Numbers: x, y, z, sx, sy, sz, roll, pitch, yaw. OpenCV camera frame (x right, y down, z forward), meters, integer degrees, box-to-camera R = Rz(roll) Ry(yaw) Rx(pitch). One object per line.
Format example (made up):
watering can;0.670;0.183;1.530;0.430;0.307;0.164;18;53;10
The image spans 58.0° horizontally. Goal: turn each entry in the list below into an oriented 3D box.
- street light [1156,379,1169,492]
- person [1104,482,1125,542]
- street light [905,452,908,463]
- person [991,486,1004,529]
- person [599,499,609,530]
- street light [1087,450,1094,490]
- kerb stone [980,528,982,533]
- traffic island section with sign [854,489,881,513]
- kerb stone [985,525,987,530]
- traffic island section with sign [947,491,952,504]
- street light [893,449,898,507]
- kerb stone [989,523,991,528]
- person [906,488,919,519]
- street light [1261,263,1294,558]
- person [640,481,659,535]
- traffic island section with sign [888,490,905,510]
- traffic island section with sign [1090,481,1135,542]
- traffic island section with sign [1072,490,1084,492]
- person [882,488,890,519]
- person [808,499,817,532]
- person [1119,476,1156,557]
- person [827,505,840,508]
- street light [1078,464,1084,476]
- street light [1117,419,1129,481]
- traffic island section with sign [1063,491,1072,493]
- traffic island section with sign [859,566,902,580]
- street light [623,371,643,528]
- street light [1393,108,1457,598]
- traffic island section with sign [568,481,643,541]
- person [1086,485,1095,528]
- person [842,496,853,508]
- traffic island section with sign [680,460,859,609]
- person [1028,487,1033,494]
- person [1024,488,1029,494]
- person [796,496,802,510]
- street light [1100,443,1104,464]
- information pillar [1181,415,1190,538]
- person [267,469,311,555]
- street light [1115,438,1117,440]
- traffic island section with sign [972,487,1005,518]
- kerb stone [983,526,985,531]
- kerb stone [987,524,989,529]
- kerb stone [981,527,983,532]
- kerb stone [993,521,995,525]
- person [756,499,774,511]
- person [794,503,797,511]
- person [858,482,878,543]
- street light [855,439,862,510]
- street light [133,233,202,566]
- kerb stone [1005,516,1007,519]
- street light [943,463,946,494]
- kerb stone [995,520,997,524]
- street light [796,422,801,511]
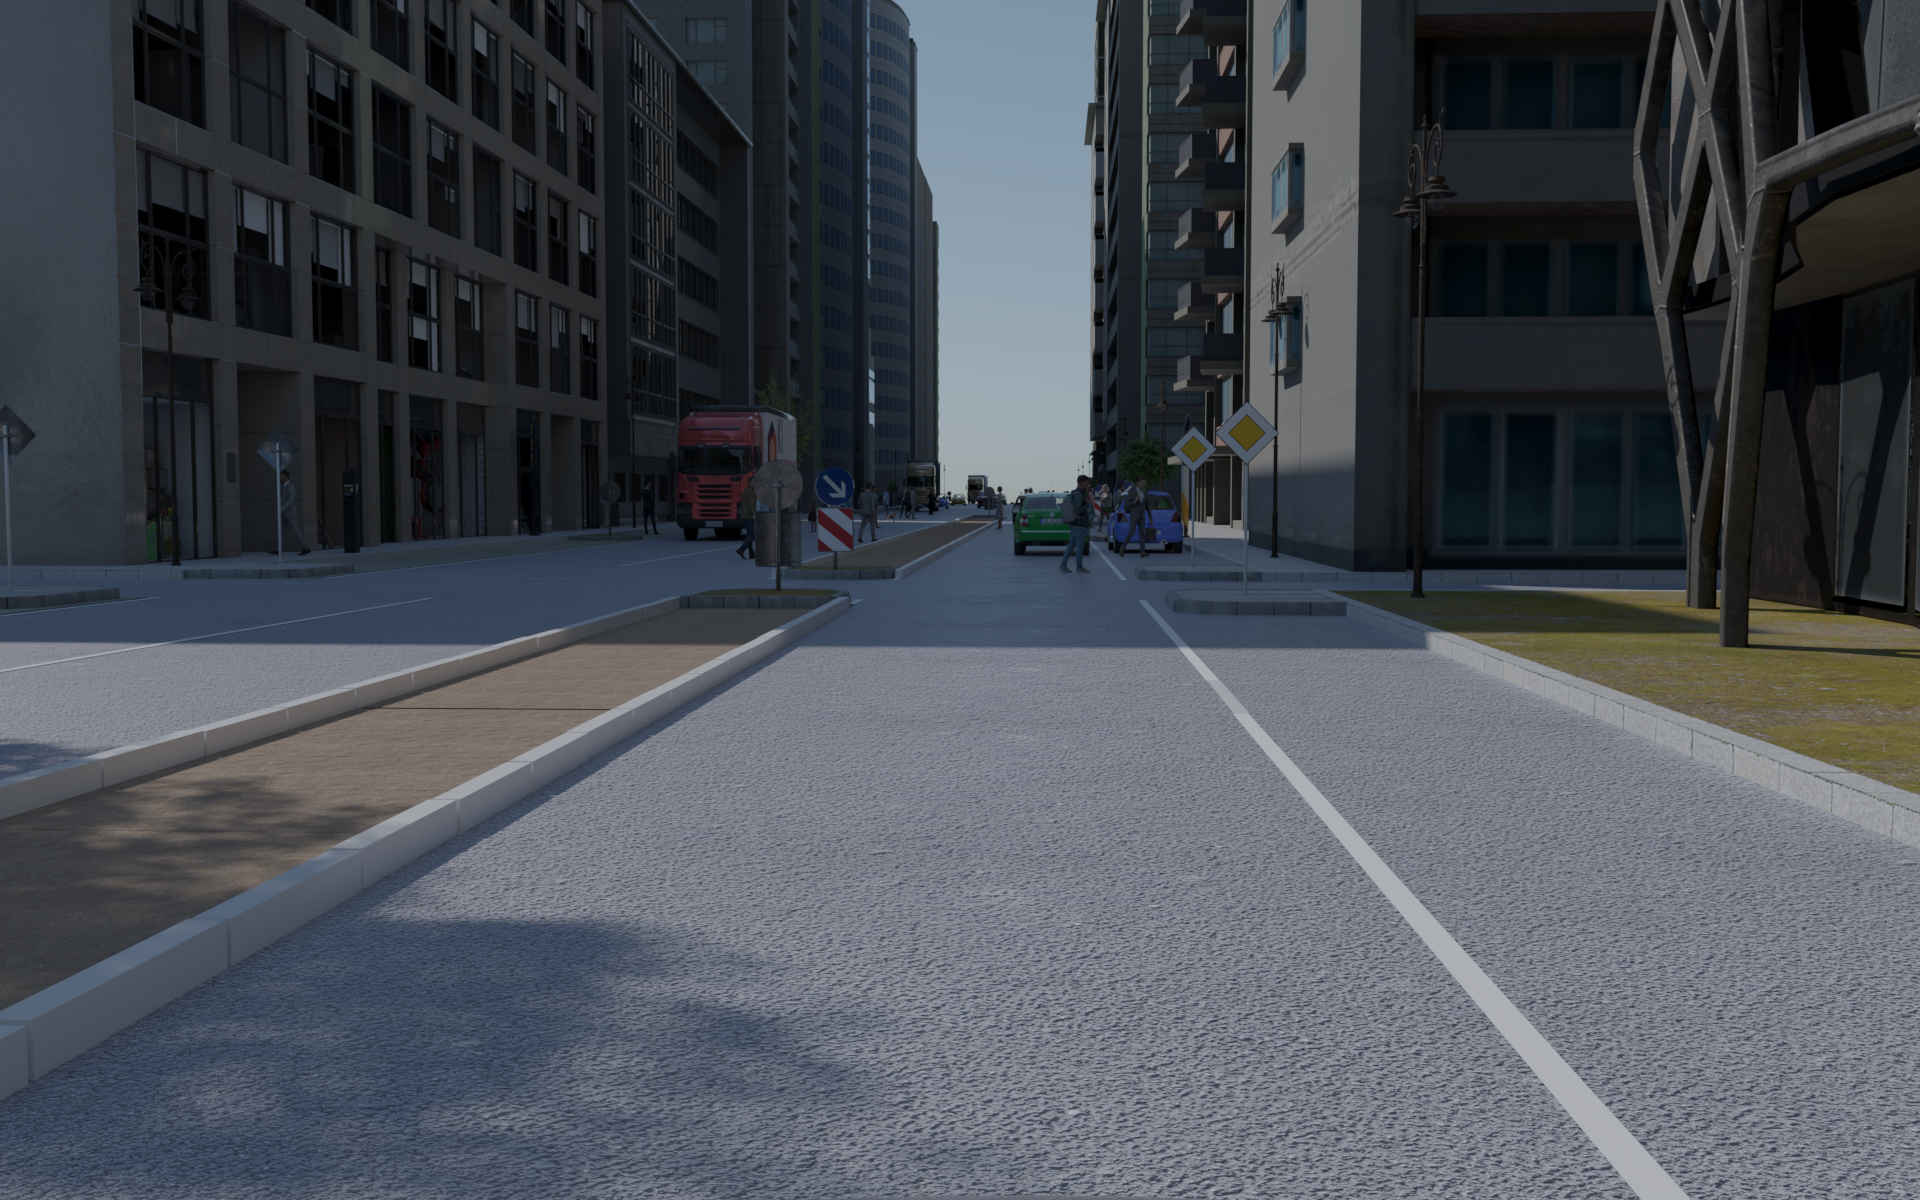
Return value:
street light;8.144;-5.932;69.777;0.468;5.910;1.993;0;4;3
person;4.619;-2.558;50.594;0.850;1.792;0.678;-1;4;-15
street light;-5.770;-13.326;190.670;0.468;5.910;1.993;0;4;3
person;1.523;-3.777;70.821;0.524;1.755;0.480;-1;4;-15
person;-12.676;-3.305;61.886;0.330;1.601;0.589;1;4;21
street light;14.531;-13.562;194.521;0.468;5.910;1.993;0;4;3
kerb stone;0.601;-2.401;61.564;0.120;0.150;1.000;0;4;3
traffic island section with sign;-6.981;-7.451;130.455;1.989;1.847;2.006;0;4;3
kerb stone;0.863;-2.720;66.673;0.120;0.150;1.000;0;4;3
traffic island section with sign;-1.427;-14.113;239.369;1.989;1.847;2.006;0;4;3
street light;-6.610;-12.530;177.660;0.468;5.910;1.993;0;4;3
kerb stone;1.076;-2.963;70.765;0.120;0.150;1.000;0;4;3
person;-2.689;-5.626;100.599;0.853;1.813;0.709;-2;4;-24
street light;6.346;-3.791;34.766;0.468;5.910;1.993;0;4;3
person;-10.921;-3.247;60.956;0.648;1.900;0.474;2;4;28
traffic island section with sign;-5.607;-9.108;157.538;1.989;1.847;2.006;0;4;3
traffic island section with sign;4.894;-2.699;52.749;1.989;1.847;2.006;0;4;3
traffic island section with sign;6.271;-4.345;79.669;1.989;1.847;2.006;0;4;3
person;-4.211;-5.538;99.317;0.793;1.790;0.793;-1;4;-13
person;-5.546;-3.172;65.027;0.362;1.253;0.373;-2;4;-31
person;4.027;-1.883;39.258;0.622;1.834;0.822;-2;4;-33
person;-4.174;-2.970;57.284;0.478;1.798;0.641;-1;4;-12
street light;16.237;-15.665;228.915;0.468;5.910;1.993;0;4;3
street light;9.918;-8.045;104.329;0.468;5.910;1.993;0;4;3
traffic island section with sign;8.806;-7.385;129.370;1.989;1.847;2.006;0;4;3
traffic island section with sign;-2.069;-1.327;29.833;2.006;1.907;1.989;0;4;3
street light;-12.308;-5.658;65.288;0.468;5.910;1.993;0;4;3
street light;5.676;-2.967;21.306;0.468;5.910;1.993;0;4;3
traffic island section with sign;-10.910;-2.748;53.562;1.989;1.847;2.006;0;4;3
person;5.565;-3.980;73.577;0.388;1.821;0.555;-2;4;-32
person;-4.438;-3.598;67.346;0.620;1.820;0.660;-3;5;-41
traffic island section with sign;-2.456;-0.875;22.436;2.006;1.907;1.989;0;4;3
person;3.924;-5.229;94.180;0.537;1.800;0.526;-2;4;-25
person;3.334;-4.911;89.626;0.643;1.720;0.563;0;4;6
person;-7.508;-4.258;78.240;0.709;1.813;0.853;-2;4;-35
street light;11.955;-10.594;145.994;0.468;5.910;1.993;0;4;3
information pillar;6.638;-3.648;50.994;0.183;3.616;0.504;2;4;24
person;-13.991;-1.821;36.096;0.850;1.792;0.678;-3;4;-36
street light;10.242;-8.490;111.600;0.468;5.910;1.993;0;4;3
traffic island section with sign;1.747;-5.917;104.875;2.006;1.907;1.989;0;4;3
kerb stone;0.753;-2.594;64.626;0.120;0.150;1.000;0;4;3
kerb stone;0.970;-2.844;68.720;0.120;0.150;1.000;0;4;3
kerb stone;0.659;-2.470;62.584;0.120;0.150;1.000;0;4;3
kerb stone;1.339;-3.283;75.879;0.120;0.150;1.000;0;4;3
person;-4.613;-1.847;40.508;0.589;1.601;0.330;-3;5;-44
person;-6.110;-3.204;63.487;0.523;1.515;0.503;-3;5;-41
person;-2.743;-2.593;51.176;0.678;1.792;0.850;2;4;29
street light;-8.399;-10.403;142.871;0.468;5.910;1.993;0;4;3
street light;-14.065;-3.554;30.896;0.468;5.910;1.993;0;4;3
kerb stone;2.693;-4.913;102.523;0.120;0.150;1.000;0;4;3
street light;-2.334;-17.644;261.264;0.468;5.910;1.993;0;4;3
kerb stone;1.485;-3.472;78.963;0.120;0.150;1.000;0;4;3
street light;-10.104;-8.280;108.168;0.468;5.910;1.993;0;4;3
